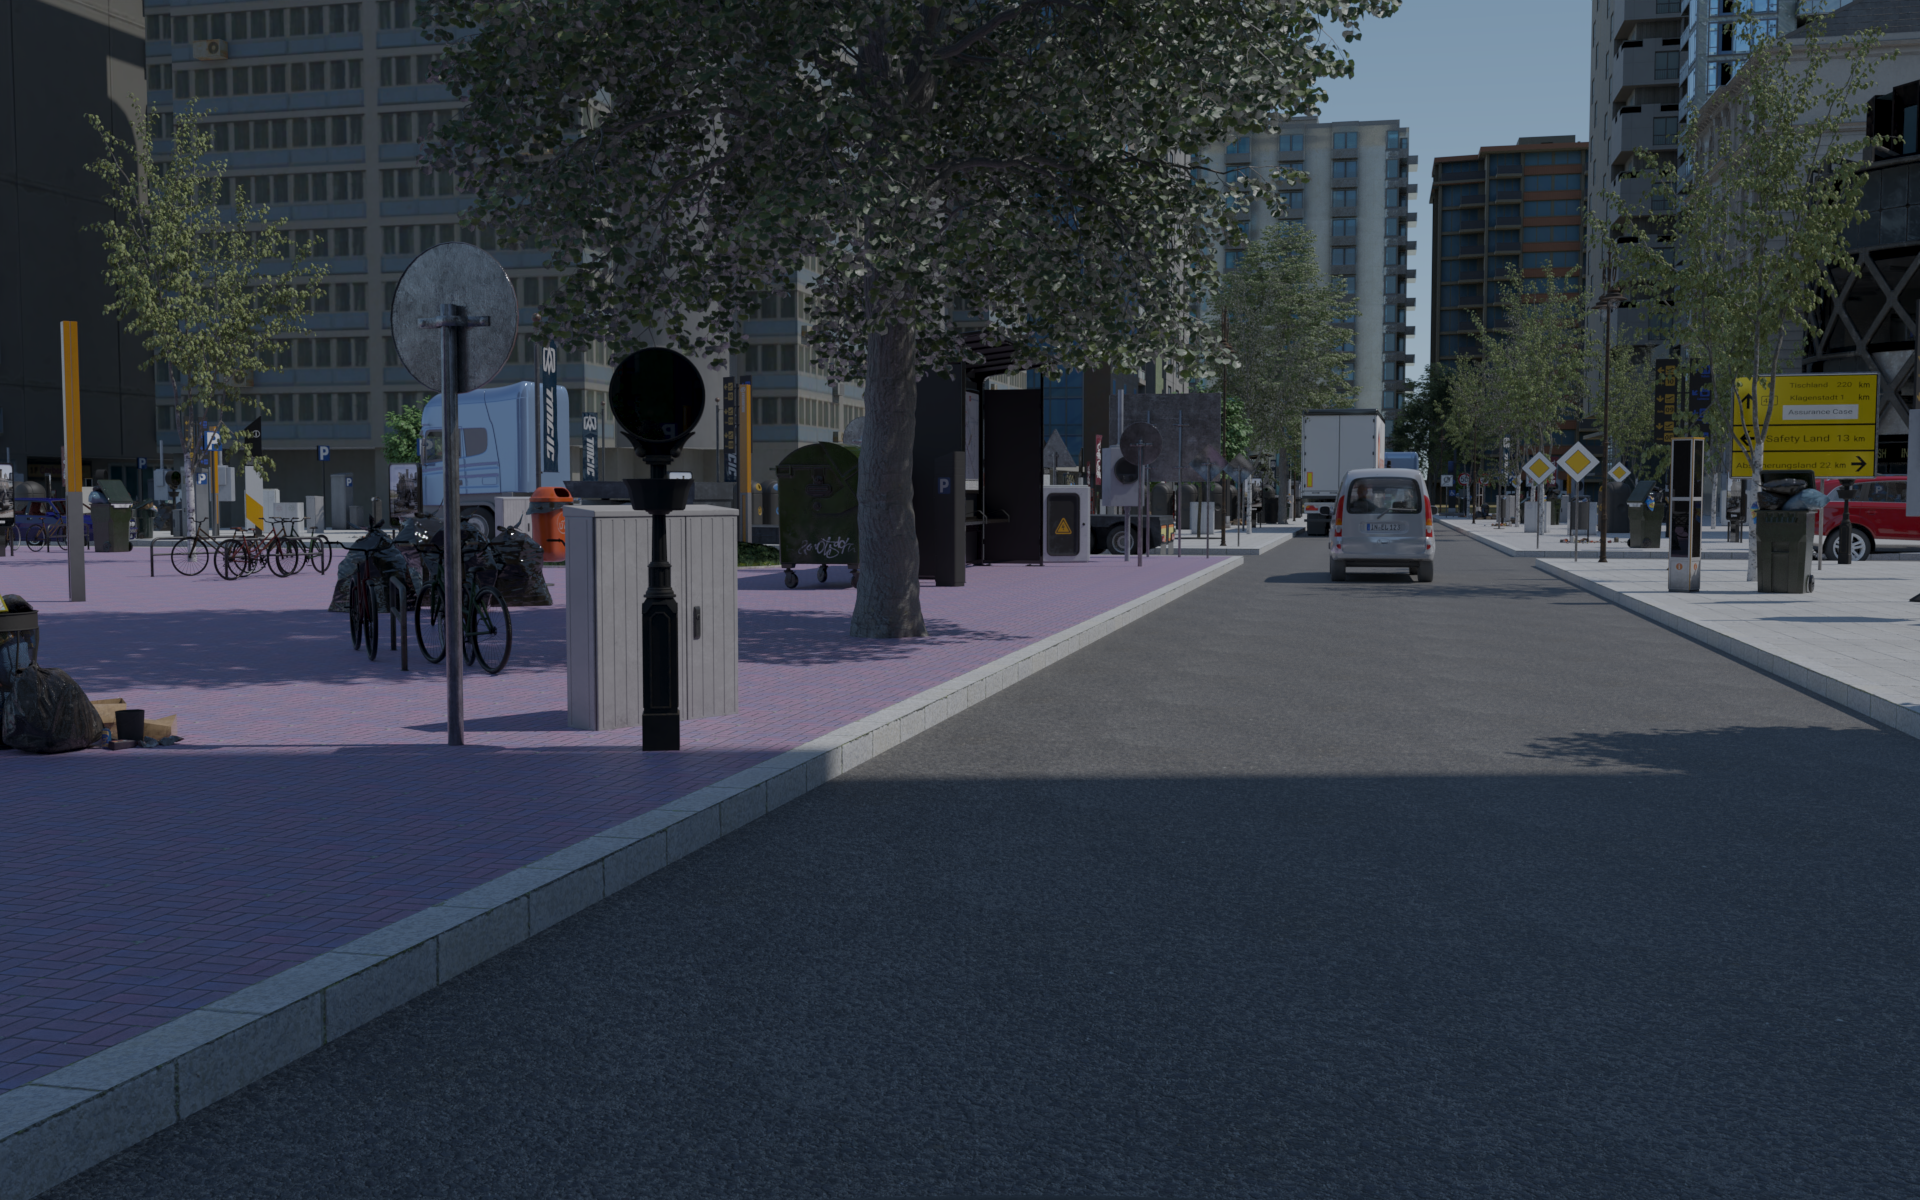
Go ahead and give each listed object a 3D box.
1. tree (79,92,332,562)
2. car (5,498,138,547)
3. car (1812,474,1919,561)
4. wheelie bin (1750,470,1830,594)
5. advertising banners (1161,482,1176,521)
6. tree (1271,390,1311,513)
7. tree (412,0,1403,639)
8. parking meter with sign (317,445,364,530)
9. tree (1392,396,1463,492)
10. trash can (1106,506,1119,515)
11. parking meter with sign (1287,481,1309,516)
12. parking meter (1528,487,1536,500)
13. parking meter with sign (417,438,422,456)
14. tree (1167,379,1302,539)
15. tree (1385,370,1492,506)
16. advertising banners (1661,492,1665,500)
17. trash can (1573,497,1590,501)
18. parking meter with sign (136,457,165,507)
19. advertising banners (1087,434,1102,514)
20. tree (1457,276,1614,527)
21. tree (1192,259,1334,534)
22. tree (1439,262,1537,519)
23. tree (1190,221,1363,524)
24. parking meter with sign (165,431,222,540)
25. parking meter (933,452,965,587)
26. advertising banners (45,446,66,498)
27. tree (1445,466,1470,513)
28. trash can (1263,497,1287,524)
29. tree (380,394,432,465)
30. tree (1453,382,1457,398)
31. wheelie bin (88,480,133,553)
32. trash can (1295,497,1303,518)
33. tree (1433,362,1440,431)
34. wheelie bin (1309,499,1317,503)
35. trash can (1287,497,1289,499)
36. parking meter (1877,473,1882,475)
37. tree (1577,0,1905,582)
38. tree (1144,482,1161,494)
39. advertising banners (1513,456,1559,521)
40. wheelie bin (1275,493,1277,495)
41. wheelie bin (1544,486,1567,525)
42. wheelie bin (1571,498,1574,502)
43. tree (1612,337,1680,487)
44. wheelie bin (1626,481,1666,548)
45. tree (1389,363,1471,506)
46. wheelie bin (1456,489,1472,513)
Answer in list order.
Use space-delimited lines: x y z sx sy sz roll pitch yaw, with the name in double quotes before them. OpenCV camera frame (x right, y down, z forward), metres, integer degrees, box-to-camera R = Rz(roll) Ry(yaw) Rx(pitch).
"tree" -14.280 -5.013 32.317 4.737 8.622 4.395 0 3 0
"car" -24.041 -2.053 46.148 3.894 1.354 1.945 1 4 14
"car" 18.970 -1.570 34.344 5.304 1.827 2.281 1 4 11
"wheelie bin" 10.752 -0.893 22.502 0.980 1.594 0.693 3 4 36
"advertising banners" 10.196 -5.319 83.153 0.090 3.025 2.074 3 5 43
"tree" 22.666 -10.067 114.953 4.737 8.622 4.395 0 3 0
"tree" -0.585 -6.651 15.396 9.857 13.997 8.962 0 3 0
"parking meter with sign" -22.121 -4.019 61.966 1.738 3.016 0.543 2 4 24
"tree" 45.762 -14.873 168.936 9.928 11.665 9.643 0 3 0
"trash can" 6.807 -4.016 77.311 0.748 1.137 0.748 0 3 0
"parking meter with sign" 19.068 -6.279 98.928 1.738 3.016 0.543 2 4 24
"parking meter" 33.231 -5.804 100.614 0.399 1.863 0.255 0 4 6
"parking meter with sign" -16.561 -3.496 53.427 0.543 3.016 1.738 -1 4 -10
"tree" 6.819 -4.025 49.520 4.285 4.588 4.351 0 3 0
"tree" 35.655 -11.937 129.583 8.767 10.594 7.601 -2 4 -23
"advertising banners" 36.785 -5.725 89.790 2.074 3.025 0.090 -3 4 -38
"trash can" 27.819 -4.032 77.571 0.748 1.137 0.748 0 3 0
"parking meter with sign" -38.176 -5.259 82.247 1.738 3.016 0.543 1 4 19
"advertising banners" 3.743 -3.301 50.163 0.090 3.025 2.074 2 4 26
"tree" 19.826 -6.683 59.627 4.360 8.622 3.978 0 3 0
"tree" 9.442 -6.393 54.894 4.360 8.622 3.978 0 3 0
"tree" 17.842 -6.313 53.580 4.737 8.622 4.395 0 3 0
"tree" 13.235 -9.467 72.917 7.486 12.596 7.792 0 3 0
"parking meter with sign" -21.430 -3.197 48.525 1.738 3.016 0.543 2 4 32
"parking meter" -0.149 -1.122 24.057 0.399 1.863 0.255 3 5 40
"advertising banners" -33.083 -4.083 62.952 2.074 3.025 0.090 1 4 11
"tree" 33.702 -7.514 117.449 1.663 3.219 1.824 0 3 0
"trash can" 13.443 -3.855 74.685 0.748 1.137 0.748 0 3 0
"tree" -17.531 -4.486 57.060 4.285 4.588 4.351 0 3 0
"tree" 21.499 -7.135 67.016 4.360 8.622 3.978 0 3 0
"wheelie bin" -18.772 -1.854 38.226 0.693 1.594 0.980 1 4 20
"trash can" 18.002 -4.949 92.566 0.748 1.137 0.748 0 3 0
"tree" 26.189 -8.467 88.801 4.737 8.622 4.395 0 3 0
"wheelie bin" 22.832 -6.379 112.199 0.693 1.594 0.980 1 4 16
"trash can" 14.723 -4.154 79.567 0.748 1.137 0.748 0 3 0
"parking meter" 25.005 -2.529 47.054 0.255 1.863 0.399 -3 5 -45
"tree" 11.599 -4.591 25.432 4.737 8.622 4.395 0 3 0
"tree" 11.100 -6.437 99.846 1.663 3.219 1.824 0 3 0
"advertising banners" 26.770 -5.159 80.533 2.074 3.025 0.090 0 4 3
"wheelie bin" 19.443 -6.117 107.923 0.693 1.594 0.980 0 4 -1
"wheelie bin" 24.484 -3.897 71.629 0.980 1.594 0.693 -3 5 -44
"wheelie bin" 35.516 -5.676 100.703 0.980 1.594 0.693 3 5 41
"tree" 32.062 -8.057 82.087 4.360 8.622 3.978 0 3 0
"wheelie bin" 16.298 -2.034 41.163 0.693 1.594 0.980 -1 4 -13
"tree" 41.021 -14.142 149.354 7.486 12.596 7.792 0 3 0
"wheelie bin" 31.440 -6.135 108.209 0.980 1.594 0.693 0 4 2
